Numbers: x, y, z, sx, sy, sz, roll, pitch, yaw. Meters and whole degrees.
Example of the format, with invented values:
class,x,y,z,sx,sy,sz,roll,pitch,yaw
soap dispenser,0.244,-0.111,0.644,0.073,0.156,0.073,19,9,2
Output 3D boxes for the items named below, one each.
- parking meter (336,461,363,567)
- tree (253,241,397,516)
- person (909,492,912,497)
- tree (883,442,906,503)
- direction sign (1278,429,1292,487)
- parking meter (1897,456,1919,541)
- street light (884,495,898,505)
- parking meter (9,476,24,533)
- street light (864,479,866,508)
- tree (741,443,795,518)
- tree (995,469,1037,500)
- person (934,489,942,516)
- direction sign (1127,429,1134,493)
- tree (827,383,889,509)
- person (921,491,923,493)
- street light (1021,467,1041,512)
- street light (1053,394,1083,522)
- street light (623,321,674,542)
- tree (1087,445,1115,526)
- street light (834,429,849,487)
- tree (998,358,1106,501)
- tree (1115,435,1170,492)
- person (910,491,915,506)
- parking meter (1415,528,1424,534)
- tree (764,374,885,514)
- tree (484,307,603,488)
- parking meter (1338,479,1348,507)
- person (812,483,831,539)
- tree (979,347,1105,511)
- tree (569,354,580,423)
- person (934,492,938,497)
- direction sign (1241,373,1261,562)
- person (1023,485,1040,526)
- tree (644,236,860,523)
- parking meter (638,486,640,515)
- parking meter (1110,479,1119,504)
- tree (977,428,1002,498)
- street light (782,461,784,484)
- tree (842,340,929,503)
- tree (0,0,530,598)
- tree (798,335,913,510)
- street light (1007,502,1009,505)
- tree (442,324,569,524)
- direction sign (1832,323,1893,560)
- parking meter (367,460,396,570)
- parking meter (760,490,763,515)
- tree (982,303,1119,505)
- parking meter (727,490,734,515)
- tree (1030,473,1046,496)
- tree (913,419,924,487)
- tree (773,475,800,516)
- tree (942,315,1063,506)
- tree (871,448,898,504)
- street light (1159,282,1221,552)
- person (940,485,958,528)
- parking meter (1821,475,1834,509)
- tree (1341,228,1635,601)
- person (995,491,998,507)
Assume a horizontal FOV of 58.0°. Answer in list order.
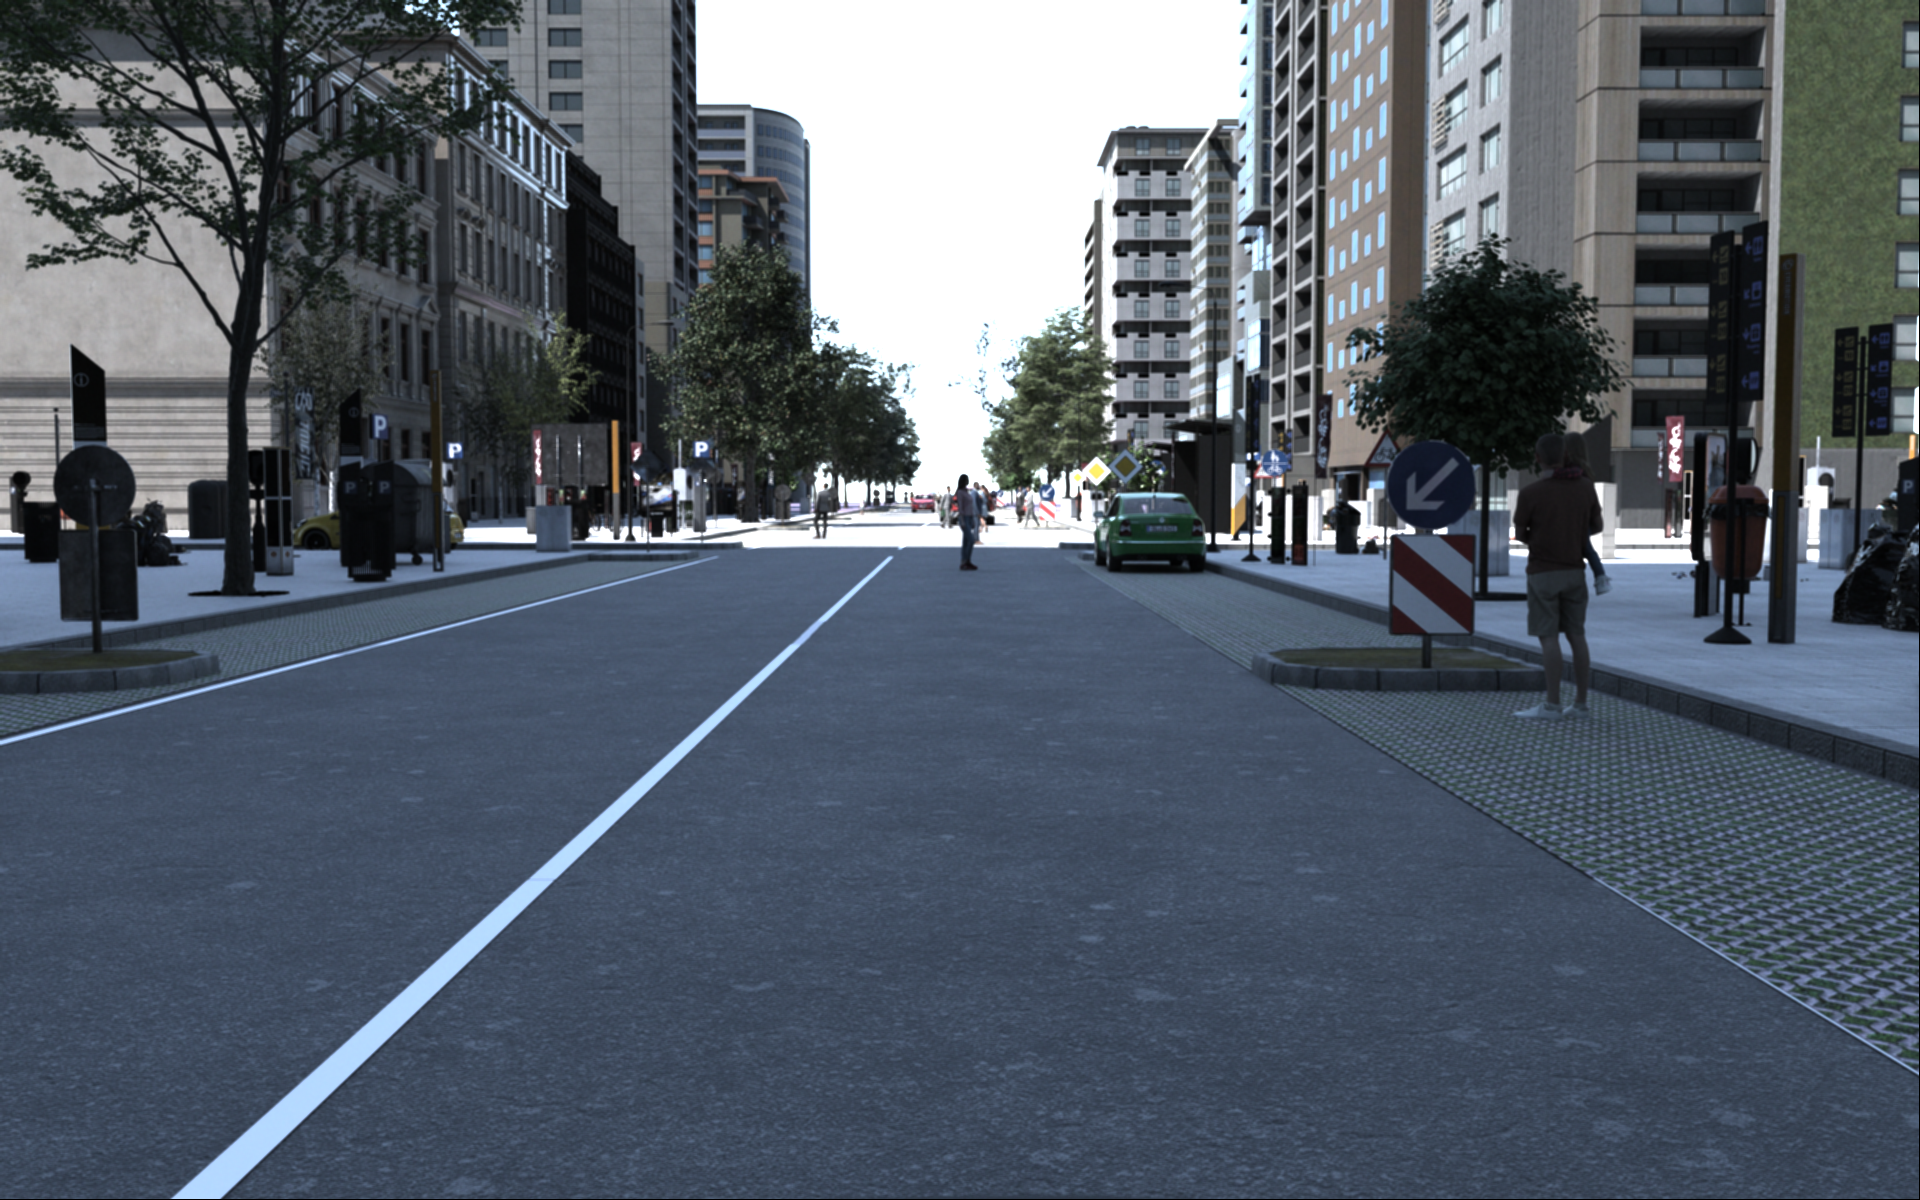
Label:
class,x,y,z,sx,sy,sz,roll,pitch,yaw
parking meter,-10.796,-1.523,30.620,0.399,1.863,0.255,-2,4,-25
tree,-18.493,-6.085,49.849,4.360,8.622,3.978,0,3,0
person,-6.936,-14.555,247.201,0.721,1.743,1.217,2,4,34
tree,-9.179,-17.744,240.476,4.737,8.622,4.395,0,3,0
direction sign,11.368,-4.198,60.629,0.379,3.537,0.876,-1,4,-21
parking meter,14.779,-1.295,26.876,0.255,1.863,0.399,-1,4,-21
street light,-8.370,-14.263,205.747,1.470,5.913,1.316,0,3,0
parking meter,-30.903,-3.123,56.780,0.399,1.863,0.255,2,4,26
street light,-8.381,-11.634,162.751,1.470,5.913,1.316,0,3,0
tree,-10.110,-6.677,92.883,4.285,4.588,4.351,0,3,0
tree,5.770,-11.170,166.349,4.285,4.588,4.351,0,3,0
person,-1.387,-6.298,112.018,0.519,1.759,0.362,0,4,-7
direction sign,5.951,-4.184,60.410,0.379,3.537,0.876,0,4,-8
tree,-10.098,-13.928,153.470,9.928,11.665,9.643,0,3,0
person,-5.455,-14.620,247.552,0.705,1.822,1.348,-1,4,-9
street light,5.042,-9.073,120.890,1.470,5.913,1.316,0,3,0
street light,4.988,-6.588,80.253,1.470,5.913,1.316,0,3,0
street light,-8.350,-4.526,46.534,1.470,5.913,1.316,0,3,0
tree,5.856,-4.542,68.855,1.663,3.219,1.824,0,3,0
street light,-8.331,-9.168,122.445,1.470,5.913,1.316,0,3,0
tree,6.222,-11.028,114.716,8.767,10.594,7.601,3,5,43
tree,6.093,-3.819,57.035,1.663,3.219,1.824,0,3,0
person,-5.609,-12.058,205.653,0.705,1.823,1.348,3,4,36
parking meter,14.625,-3.013,54.975,0.399,1.863,0.255,1,4,23
tree,-9.659,-11.873,128.537,8.767,10.594,7.601,0,4,1
tree,-16.122,-7.156,67.361,4.737,8.622,4.395,0,3,0
parking meter,14.622,-3.698,66.181,0.255,1.863,0.399,-1,4,-17
person,-4.451,-2.874,55.671,0.592,1.802,0.473,-1,4,-21
tree,6.651,-13.024,129.946,9.611,12.733,9.660,0,3,0
tree,-20.028,-8.096,82.737,4.360,8.622,3.978,0,3,0
person,-2.967,-13.558,230.997,1.217,1.723,0.721,0,4,-6
direction sign,5.567,-2.508,33.005,0.379,3.537,0.876,0,4,-6
person,2.944,-3.864,71.953,0.850,1.792,0.678,-1,4,-9
tree,-9.315,-9.790,77.072,9.611,12.733,9.660,0,3,0
parking meter,-19.260,-6.003,103.862,0.399,1.863,0.255,1,4,17
parking meter,5.823,-3.641,65.245,0.255,1.863,0.399,2,4,25
tree,6.213,-20.932,267.986,9.928,11.665,9.643,0,3,0
street light,-8.331,-6.991,86.840,1.470,5.913,1.316,0,3,0
tree,-10.459,-22.018,215.890,12.611,20.169,13.585,0,3,0
tree,-8.973,-5.863,21.609,9.928,11.665,9.643,0,3,0
tree,-9.816,-14.192,138.688,9.857,13.997,8.962,0,3,0
street light,5.050,-11.306,157.391,1.470,5.913,1.316,0,3,0
tree,-19.857,-7.568,74.101,4.360,8.622,3.978,0,3,0
direction sign,12.172,-1.923,23.433,0.379,3.537,0.876,-1,4,-23
parking meter,-9.820,-1.449,29.397,0.399,1.863,0.255,-3,4,-38
parking meter,-12.064,-5.983,106.232,0.372,1.533,0.369,0,3,0
tree,6.108,-11.336,103.476,7.486,12.596,7.792,0,3,0
parking meter,-14.063,-5.974,106.083,0.372,1.533,0.369,0,3,0
tree,6.486,-9.262,146.043,1.663,3.219,1.824,0,3,0
tree,-10.251,-17.469,192.277,9.857,13.997,8.962,0,3,0
tree,-10.101,-6.426,99.671,1.663,3.219,1.824,0,3,0
tree,4.979,-20.061,183.885,12.611,20.169,13.585,0,3,0
tree,-10.224,-17.004,228.382,4.360,8.622,3.978,0,3,0
street light,5.041,-4.005,38.023,1.470,5.913,1.316,0,3,0
person,-0.518,-3.896,72.472,0.850,1.792,0.678,3,5,40
parking meter,27.117,-2.965,54.183,0.399,1.863,0.255,-3,5,-39
tree,6.548,-2.298,21.285,4.285,4.588,4.351,0,3,0
person,3.698,-10.425,179.626,1.217,1.739,0.721,-2,4,-24
